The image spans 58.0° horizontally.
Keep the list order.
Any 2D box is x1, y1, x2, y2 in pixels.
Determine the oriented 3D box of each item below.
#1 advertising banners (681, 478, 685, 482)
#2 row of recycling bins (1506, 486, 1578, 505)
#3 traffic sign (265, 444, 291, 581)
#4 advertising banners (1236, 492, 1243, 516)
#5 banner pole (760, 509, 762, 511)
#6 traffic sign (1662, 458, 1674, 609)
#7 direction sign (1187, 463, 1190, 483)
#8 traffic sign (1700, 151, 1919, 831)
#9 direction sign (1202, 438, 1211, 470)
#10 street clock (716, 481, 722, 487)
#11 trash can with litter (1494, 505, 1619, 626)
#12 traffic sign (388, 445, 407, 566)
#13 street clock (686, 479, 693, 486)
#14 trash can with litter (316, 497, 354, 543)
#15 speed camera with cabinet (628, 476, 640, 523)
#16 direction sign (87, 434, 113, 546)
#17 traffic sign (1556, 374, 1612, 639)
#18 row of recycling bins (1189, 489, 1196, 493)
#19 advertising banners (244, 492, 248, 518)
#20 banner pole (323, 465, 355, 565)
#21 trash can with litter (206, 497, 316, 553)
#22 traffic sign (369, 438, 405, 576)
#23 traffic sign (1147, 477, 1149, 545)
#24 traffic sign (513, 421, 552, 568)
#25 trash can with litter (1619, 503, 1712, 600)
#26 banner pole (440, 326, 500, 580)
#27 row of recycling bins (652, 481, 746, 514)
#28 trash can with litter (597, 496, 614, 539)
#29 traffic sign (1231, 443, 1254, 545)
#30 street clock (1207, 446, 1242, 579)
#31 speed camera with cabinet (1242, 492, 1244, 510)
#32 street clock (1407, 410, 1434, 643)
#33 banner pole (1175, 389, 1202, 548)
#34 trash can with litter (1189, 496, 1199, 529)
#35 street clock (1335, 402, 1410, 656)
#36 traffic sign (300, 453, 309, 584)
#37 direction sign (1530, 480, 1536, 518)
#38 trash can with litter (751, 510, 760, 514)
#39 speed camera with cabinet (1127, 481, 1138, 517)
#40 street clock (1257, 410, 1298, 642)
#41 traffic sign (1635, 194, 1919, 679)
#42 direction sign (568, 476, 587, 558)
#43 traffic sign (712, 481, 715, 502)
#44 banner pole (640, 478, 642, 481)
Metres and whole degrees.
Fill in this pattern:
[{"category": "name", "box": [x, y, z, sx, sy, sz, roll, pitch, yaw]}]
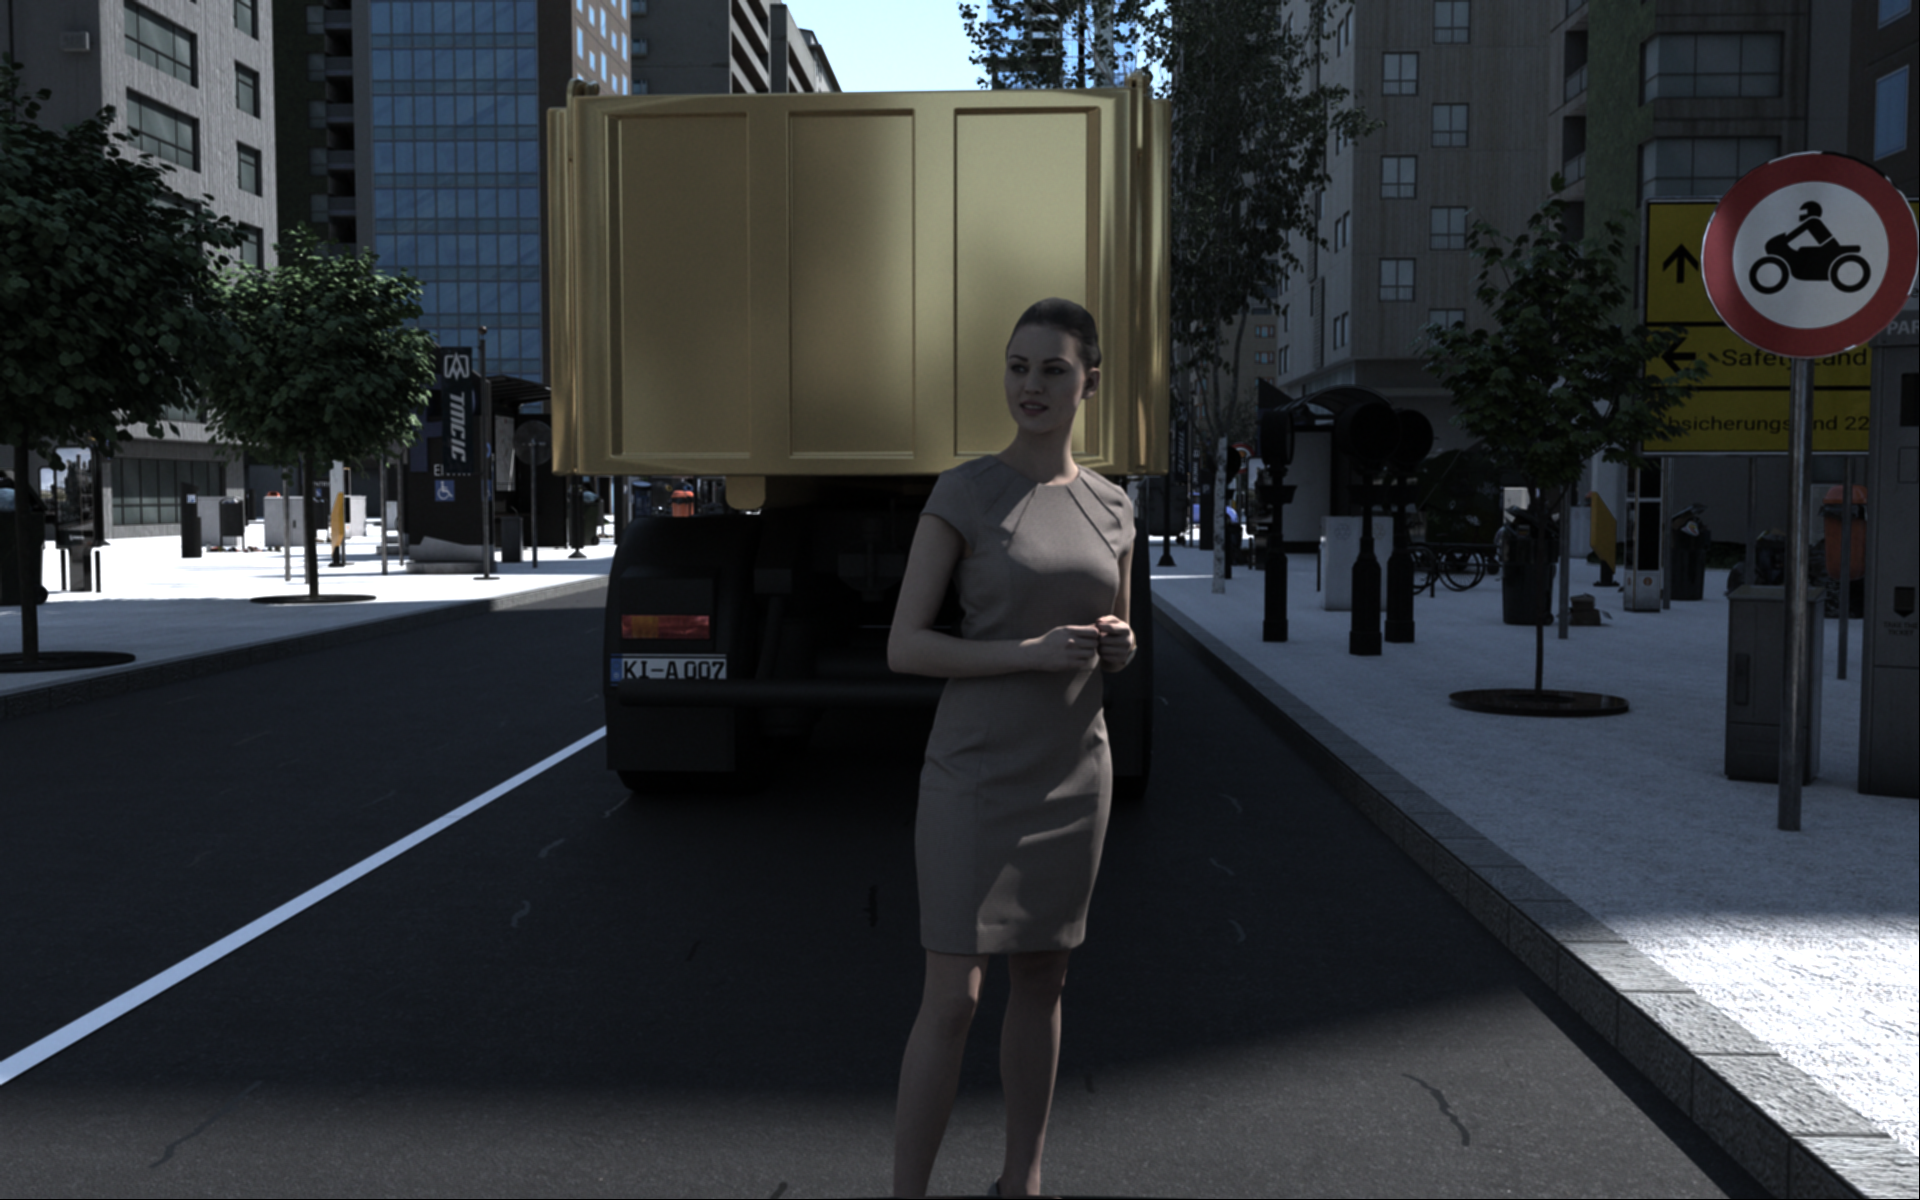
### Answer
[{"category": "advertising banners", "box": [-13.738, -5.606, 87.844, 0.090, 3.025, 2.074, -2, 4, -32]}, {"category": "row of recycling bins", "box": [29.228, -4.917, 87.505, 3.534, 1.692, 1.069, 2, 4, 24]}, {"category": "traffic sign", "box": [-9.887, -1.547, 25.402, 0.768, 2.556, 0.104, 0, 4, 7]}, {"category": "advertising banners", "box": [14.688, -6.117, 96.205, 2.074, 3.025, 0.090, 1, 4, 9]}, {"category": "banner pole", "box": [-8.030, -4.775, 68.086, 0.863, 3.779, 0.401, 1, 4, 19]}, {"category": "traffic sign", "box": [7.867, -1.169, 19.218, 0.768, 2.556, 0.104, 1, 4, 11]}, {"category": "direction sign", "box": [17.068, -8.262, 127.088, 0.876, 3.537, 0.379, 1, 4, 20]}, {"category": "traffic sign", "box": [3.172, -0.394, 6.548, 0.768, 2.556, 0.104, 1, 4, 10]}, {"category": "direction sign", "box": [9.957, -4.770, 69.979, 0.379, 3.537, 0.876, -1, 4, -13]}, {"category": "street clock", "box": [-12.375, -5.165, 89.016, 0.358, 2.002, 0.471, -1, 4, -21]}, {"category": "trash can with litter", "box": [5.838, -0.348, 17.070, 1.055, 1.170, 0.624, 0, 4, 7]}, {"category": "traffic sign", "box": [-9.936, -1.880, 30.750, 0.884, 2.594, 0.081, 0, 4, 7]}, {"category": "street clock", "box": [-10.324, -3.822, 67.053, 0.471, 2.002, 0.358, 2, 4, 25]}, {"category": "trash can with litter", "box": [-17.301, -2.117, 45.674, 2.233, 1.210, 1.678, 0, 4, -4]}, {"category": "speed camera with cabinet", "box": [-9.097, -3.235, 47.233, 0.660, 3.252, 2.038, -1, 4, -13]}, {"category": "direction sign", "box": [-21.411, -3.128, 43.147, 0.379, 3.537, 0.876, 1, 4, 15]}, {"category": "traffic sign", "box": [5.351, -0.929, 15.289, 0.768, 2.556, 0.104, 1, 4, 10]}, {"category": "row of recycling bins", "box": [18.987, -8.086, 139.311, 3.534, 1.692, 1.069, -1, 4, -10]}, {"category": "advertising banners", "box": [-36.398, -5.554, 86.989, 0.090, 3.025, 2.074, 1, 4, 12]}, {"category": "banner pole", "box": [-11.395, -2.533, 31.425, 0.863, 3.779, 0.401, 2, 4, 27]}, {"category": "trash can with litter", "box": [-15.764, -1.665, 38.280, 2.233, 1.210, 1.678, 0, 4, 3]}, {"category": "traffic sign", "box": [-9.069, -1.659, 27.228, 0.768, 2.556, 0.104, 1, 4, 9]}, {"category": "traffic sign", "box": [4.561, -2.441, 42.035, 0.606, 2.300, 0.079, 0, 4, 4]}, {"category": "traffic sign", "box": [-7.396, -1.832, 30.058, 0.768, 2.556, 0.104, 0, 4, 8]}, {"category": "trash can with litter", "box": [8.577, -0.596, 21.127, 0.624, 1.170, 1.055, -3, 5, -43]}, {"category": "banner pole", "box": [-7.345, -2.195, 25.913, 0.863, 3.779, 0.401, 0, 4, -2]}, {"category": "row of recycling bins", "box": [-8.802, -3.095, 57.713, 3.534, 1.692, 1.069, -2, 4, -35]}, {"category": "trash can with litter", "box": [-10.692, -2.382, 50.011, 1.678, 1.210, 2.233, 1, 4, 13]}, {"category": "traffic sign", "box": [6.955, -2.625, 43.026, 0.768, 2.556, 0.104, 0, 4, 7]}, {"category": "street clock", "box": [3.988, -1.321, 26.172, 0.471, 2.002, 0.358, -1, 4, -17]}, {"category": "speed camera with cabinet", "box": [23.599, -9.058, 142.438, 2.038, 3.252, 0.660, 0, 4, 6]}, {"category": "street clock", "box": [3.812, -0.636, 14.964, 0.471, 2.002, 0.358, -1, 4, -14]}, {"category": "banner pole", "box": [5.387, -3.141, 41.371, 0.863, 3.779, 0.401, -3, 5, -42]}, {"category": "trash can with litter", "box": [8.713, -3.281, 64.707, 1.678, 1.210, 2.233, -3, 4, -38]}, {"category": "street clock", "box": [3.239, -0.563, 13.776, 0.471, 2.002, 0.358, -1, 4, -16]}, {"category": "traffic sign", "box": [-9.282, -1.502, 24.554, 0.884, 2.594, 0.081, 0, 4, 4]}, {"category": "direction sign", "box": [6.762, -1.738, 20.409, 0.379, 3.537, 0.876, 0, 4, -4]}, {"category": "trash can with litter", "box": [-14.588, -7.280, 130.084, 2.233, 1.210, 1.678, -1, 4, -8]}, {"category": "speed camera with cabinet", "box": [6.271, -4.334, 65.196, 0.660, 3.252, 2.038, 0, 4, -6]}, {"category": "street clock", "box": [2.753, -0.642, 15.059, 0.358, 2.002, 0.471, 1, 4, 20]}, {"category": "traffic sign", "box": [5.792, -1.103, 11.913, 2.265, 3.308, 0.079, 0, 4, 3]}, {"category": "direction sign", "box": [-7.656, -2.603, 34.551, 0.876, 3.537, 0.379, -2, 4, -32]}, {"category": "traffic sign", "box": [-7.361, -3.162, 51.797, 0.768, 2.556, 0.104, 1, 4, 11]}, {"category": "banner pole", "box": [-18.996, -6.840, 101.859, 0.863, 3.779, 0.401, -1, 4, -21]}]
